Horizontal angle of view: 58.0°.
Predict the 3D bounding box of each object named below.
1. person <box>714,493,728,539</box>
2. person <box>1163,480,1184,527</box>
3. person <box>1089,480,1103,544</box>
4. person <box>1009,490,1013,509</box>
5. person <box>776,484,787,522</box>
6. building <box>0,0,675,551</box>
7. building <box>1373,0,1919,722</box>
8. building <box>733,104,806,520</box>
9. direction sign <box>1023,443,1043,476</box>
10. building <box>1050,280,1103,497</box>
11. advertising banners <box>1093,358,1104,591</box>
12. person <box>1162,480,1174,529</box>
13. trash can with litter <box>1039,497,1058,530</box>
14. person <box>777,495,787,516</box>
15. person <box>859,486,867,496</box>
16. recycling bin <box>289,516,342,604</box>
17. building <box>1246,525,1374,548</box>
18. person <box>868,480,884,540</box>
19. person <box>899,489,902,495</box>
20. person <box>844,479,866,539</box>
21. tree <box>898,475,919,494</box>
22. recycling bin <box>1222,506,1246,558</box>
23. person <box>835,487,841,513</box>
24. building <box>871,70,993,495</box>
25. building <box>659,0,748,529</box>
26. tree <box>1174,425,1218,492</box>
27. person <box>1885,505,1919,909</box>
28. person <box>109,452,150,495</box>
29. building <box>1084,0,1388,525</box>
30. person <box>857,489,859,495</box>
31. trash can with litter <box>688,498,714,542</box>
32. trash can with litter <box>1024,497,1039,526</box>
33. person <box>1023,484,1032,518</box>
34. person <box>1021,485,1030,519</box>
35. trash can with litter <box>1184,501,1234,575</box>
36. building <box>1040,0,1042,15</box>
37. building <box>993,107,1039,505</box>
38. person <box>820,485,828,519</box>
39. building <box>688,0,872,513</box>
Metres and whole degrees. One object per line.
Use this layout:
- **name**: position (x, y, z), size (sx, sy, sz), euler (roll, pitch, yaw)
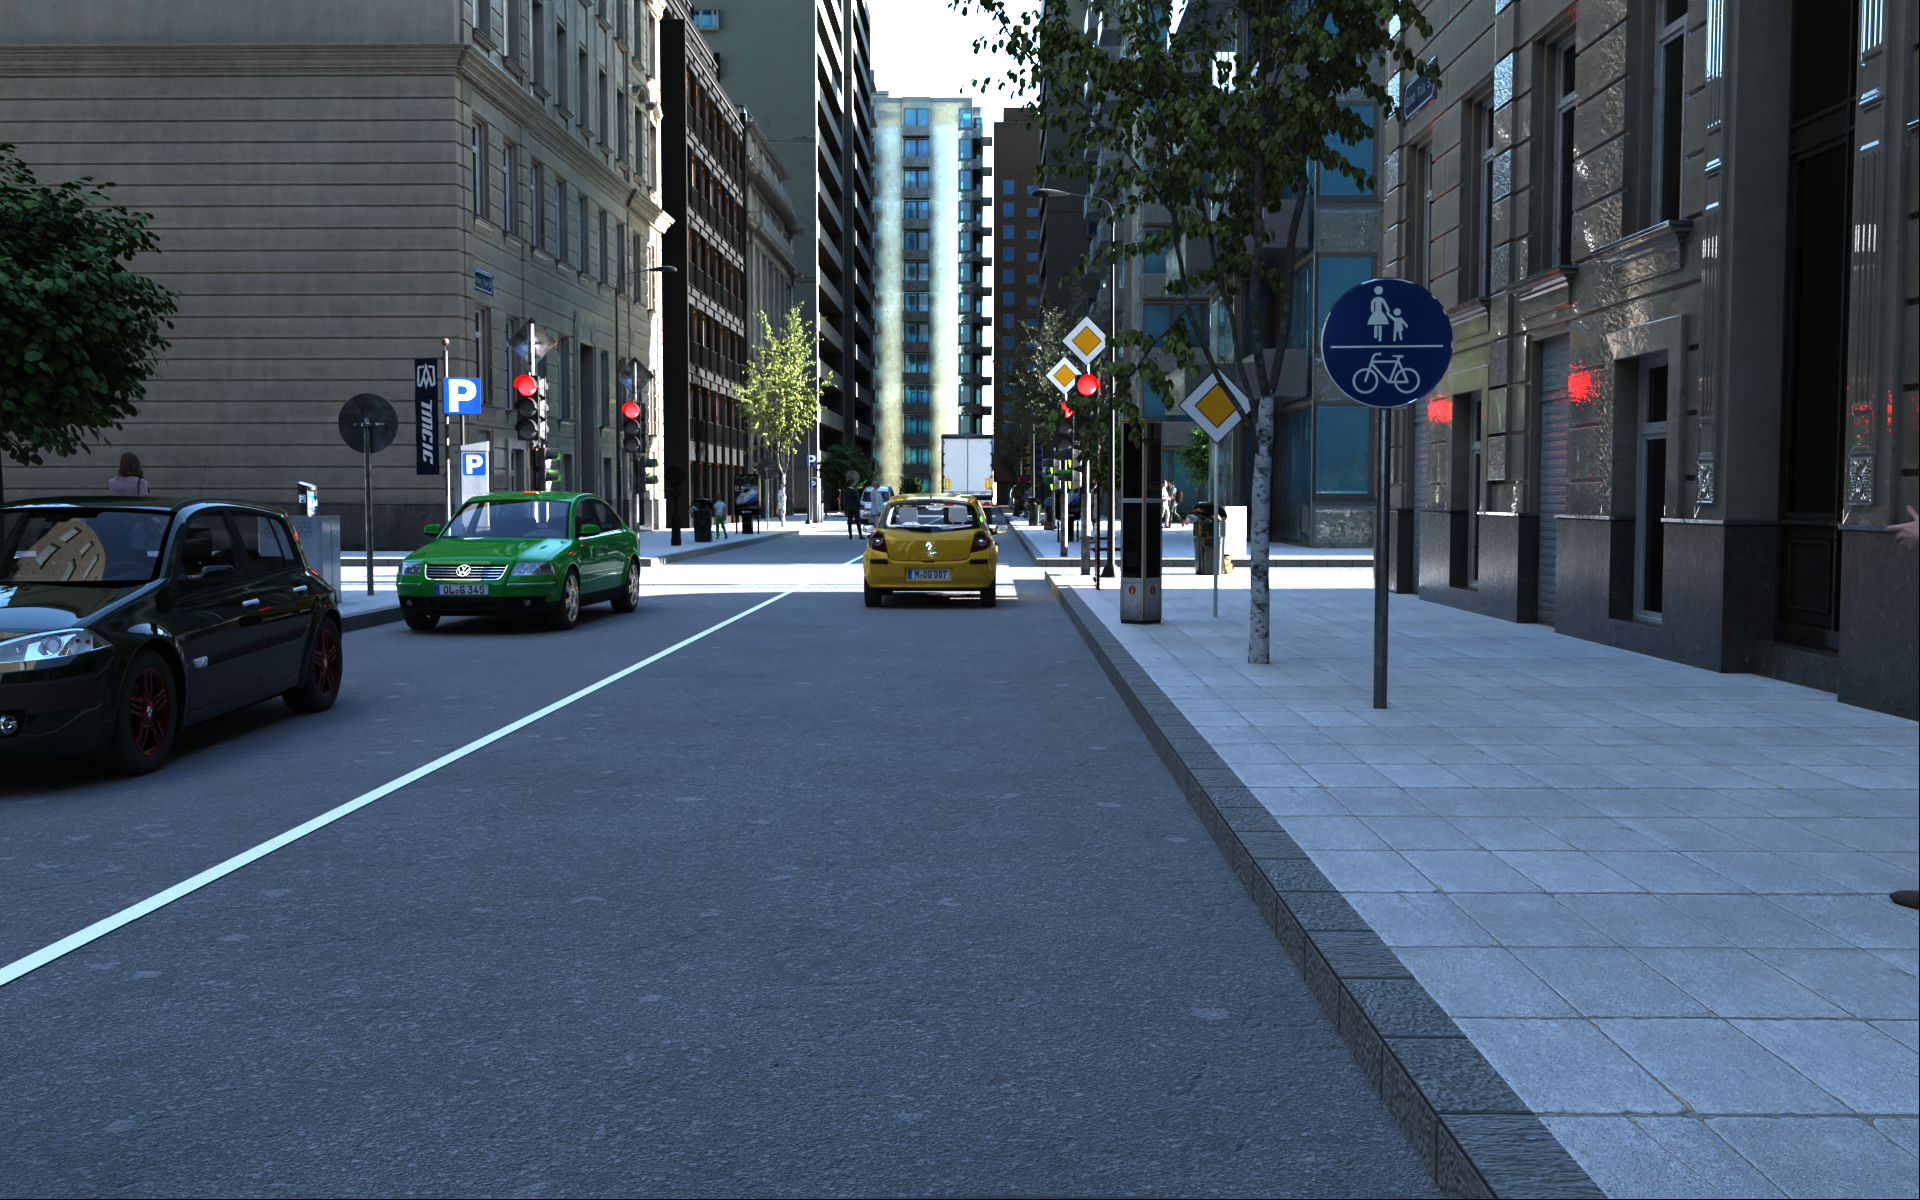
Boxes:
- **person**: position (-6.802, -2.379, 49.193), size (0.306, 1.304, 0.590), euler (-2, 4, -35)
- **person**: position (8.251, -3.725, 66.908), size (0.822, 1.834, 0.622), euler (1, 4, 21)
- **person**: position (3.438, -2.368, 45.028), size (0.573, 1.790, 0.520), euler (-3, 5, -39)
- **person**: position (4.344, -8.499, 145.662), size (0.551, 1.740, 0.621), euler (2, 4, 31)
- **person**: position (-8.361, -4.540, 80.758), size (0.515, 1.767, 0.782), euler (1, 4, 17)
- **building**: position (-16.545, -15.472, 50.226), size (12.463, 27.353, 25.104), euler (0, 4, 1)
- **building**: position (11.066, -13.049, 10.612), size (12.463, 27.353, 25.104), euler (0, 4, 1)
- **building**: position (-16.018, -15.286, 91.730), size (13.314, 21.916, 24.055), euler (0, 4, 1)
- **direction sign**: position (3.228, -5.182, 76.725), size (0.876, 3.537, 0.379), euler (1, 4, 18)
- **building**: position (22.964, -26.582, 126.500), size (32.217, 40.220, 23.993), euler (0, 4, 1)
- **advertising banners**: position (1.870, -1.665, 23.406), size (0.090, 3.025, 2.074), euler (0, 4, 3)
- **person**: position (7.653, -3.553, 64.339), size (0.583, 1.804, 0.606), euler (1, 4, 20)
- **trash can with litter**: position (3.294, -3.099, 62.056), size (0.624, 1.170, 1.055), euler (1, 4, 9)
- **person**: position (-7.289, -3.683, 70.943), size (0.352, 1.250, 0.332), euler (-2, 4, -25)
- **person**: position (-6.829, -7.316, 125.292), size (1.348, 1.869, 0.705), euler (0, 4, -6)
- **recycling bin**: position (-7.646, -0.460, 20.076), size (0.722, 1.027, 0.722), euler (0, 4, -1)
- **building**: position (21.215, -26.250, 48.799), size (30.456, 49.044, 23.786), euler (0, 4, 1)
- **person**: position (-2.434, -2.519, 49.572), size (0.514, 1.842, 0.818), euler (3, 5, 42)
- **person**: position (-6.189, -10.714, 181.199), size (0.705, 1.826, 1.348), euler (0, 4, 4)
- **person**: position (-3.365, -2.885, 55.039), size (0.648, 1.900, 0.474), euler (2, 4, 27)
- **tree**: position (-5.462, -11.095, 175.999), size (1.663, 3.219, 1.824), euler (0, 3, 0)
- **recycling bin**: position (5.336, -1.389, 35.267), size (0.722, 1.027, 0.722), euler (-3, 5, -42)
- **person**: position (-8.080, -6.667, 114.687), size (0.705, 1.869, 1.348), euler (-1, 4, -11)
- **building**: position (-11.328, -36.006, 208.305), size (30.456, 49.044, 23.786), euler (0, 4, 1)
- **building**: position (-16.034, -14.789, 71.480), size (12.332, 23.373, 15.834), euler (0, 4, 1)
- **tree**: position (10.451, -5.341, 71.047), size (4.285, 4.588, 4.351), euler (0, 3, 0)
- **person**: position (3.194, 0.055, 5.337), size (0.606, 1.804, 0.583), euler (-2, 4, -35)
- **person**: position (-9.281, -0.784, 19.454), size (0.593, 1.750, 0.643), euler (0, 4, 4)
- **building**: position (18.325, -29.040, 94.414), size (23.786, 49.044, 30.456), euler (0, 4, 1)
- **person**: position (-7.917, -7.660, 131.956), size (0.621, 1.740, 0.551), euler (0, 4, 3)
- **trash can with litter**: position (-6.938, -2.150, 46.535), size (0.624, 1.170, 1.055), euler (0, 4, -3)
- **trash can with litter**: position (3.125, -3.564, 69.658), size (1.055, 1.170, 0.624), euler (-3, 5, -40)
- **person**: position (3.668, -5.080, 89.224), size (0.853, 1.813, 0.709), euler (-1, 4, -13)
- **person**: position (3.447, -4.980, 88.297), size (0.643, 1.720, 0.563), euler (0, 4, 4)
- **trash can with litter**: position (4.017, -1.000, 27.736), size (0.624, 1.170, 1.055), euler (2, 4, 24)
- **building**: position (17.769, -32.151, 149.368), size (21.300, 48.544, 21.600), euler (0, 4, 1)
- **building**: position (11.020, -33.868, 203.854), size (14.200, 45.320, 14.600), euler (0, 4, 1)
- **person**: position (-7.133, -5.095, 89.938), size (0.643, 1.750, 0.593), euler (-1, 4, -10)
- **building**: position (-18.721, -31.805, 143.709), size (21.300, 48.544, 21.600), euler (0, 4, 1)
